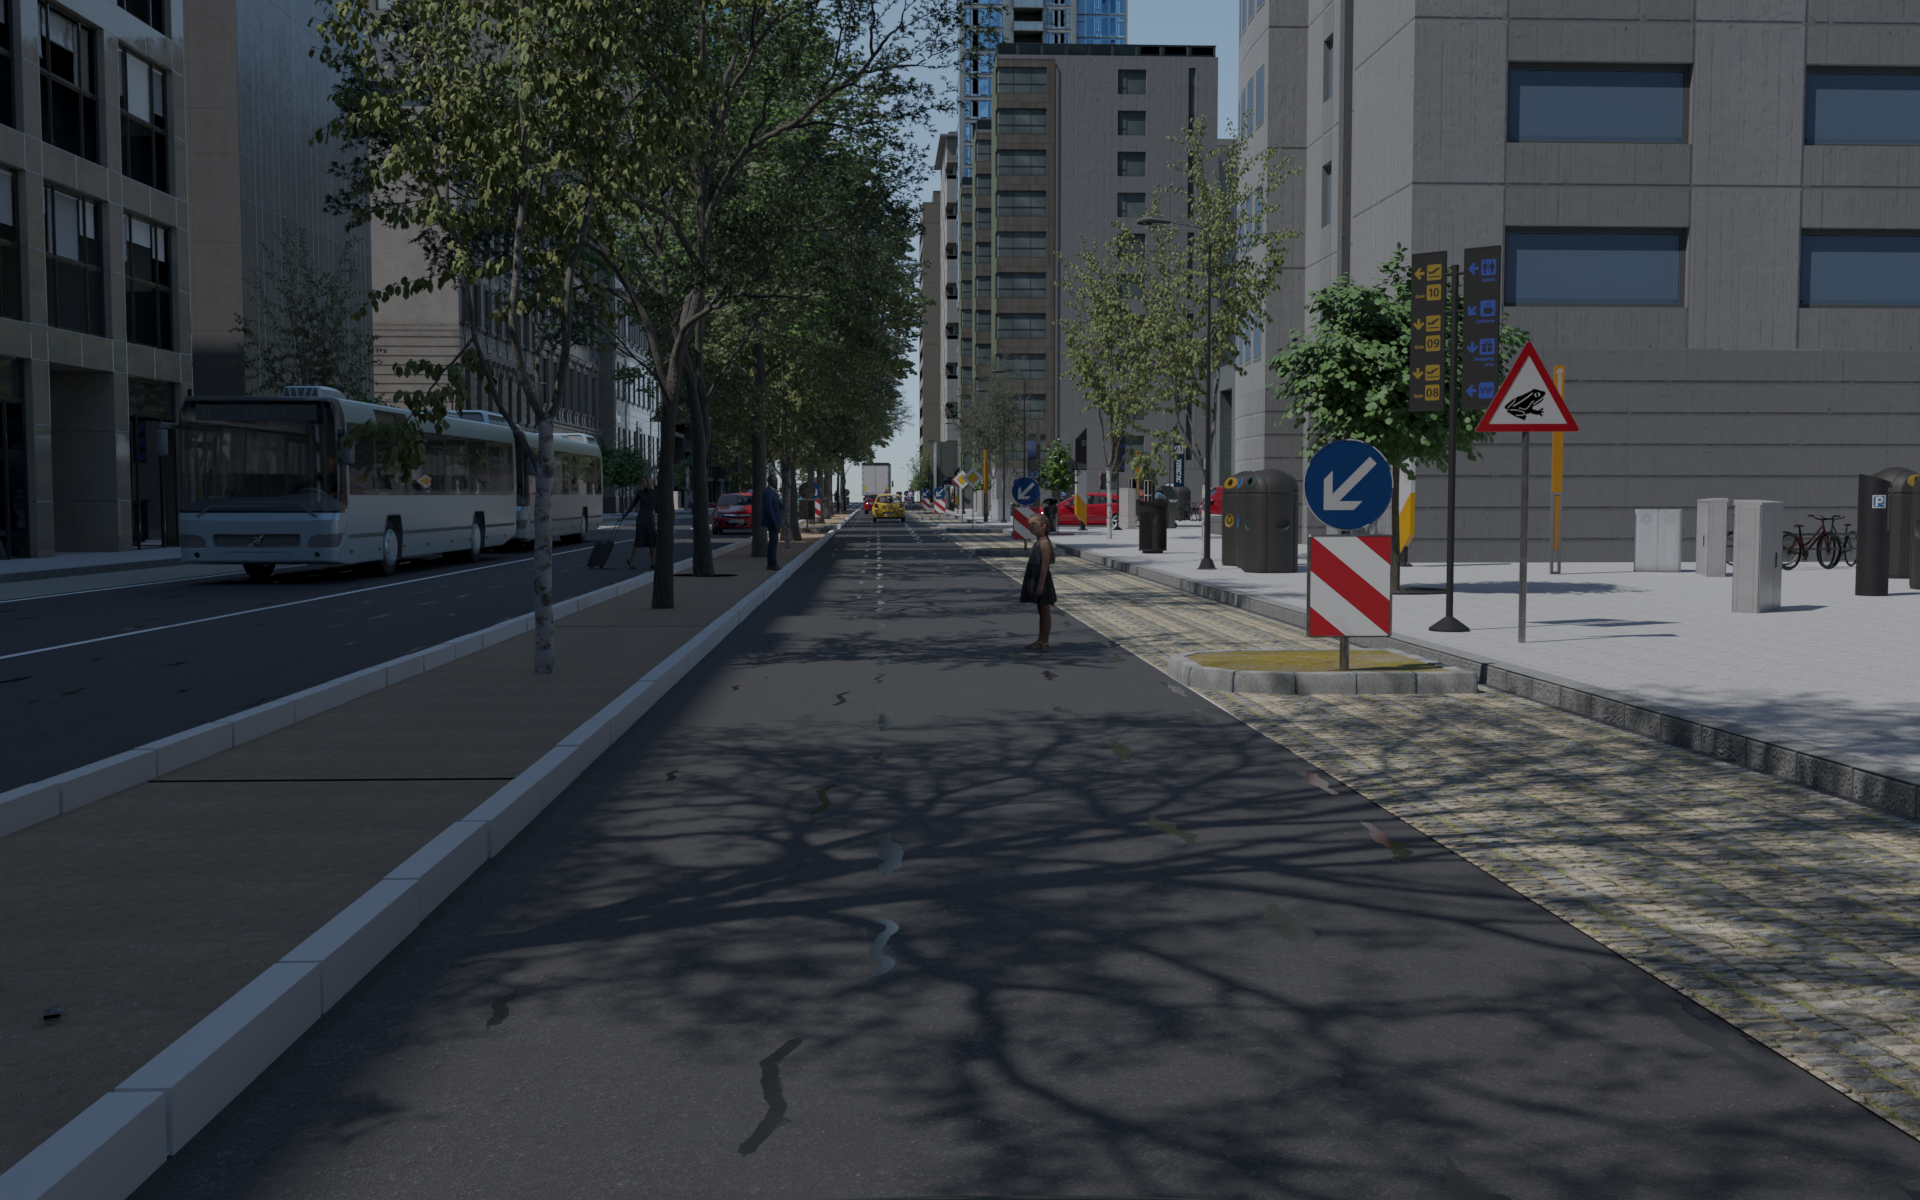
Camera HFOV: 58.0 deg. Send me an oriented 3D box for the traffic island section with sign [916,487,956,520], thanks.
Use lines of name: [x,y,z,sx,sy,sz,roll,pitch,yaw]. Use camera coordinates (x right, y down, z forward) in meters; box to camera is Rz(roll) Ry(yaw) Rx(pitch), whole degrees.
traffic island section with sign: [-1.253,-5.283,95.006,1.989,1.847,2.006,0,4,-3]

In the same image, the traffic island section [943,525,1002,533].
traffic island section: [0.506,-2.608,64.929,2.009,0.180,2.903,0,4,-3]

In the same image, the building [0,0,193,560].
building: [-27.575,-13.452,24.455,19.350,26.468,34.151,0,4,-3]

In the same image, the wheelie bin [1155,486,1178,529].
wheelie bin: [7.666,-3.466,64.585,0.693,1.594,0.980,3,5,44]

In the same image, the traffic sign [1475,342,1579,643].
traffic sign: [4.847,-0.909,14.870,0.884,2.594,0.081,0,4,-1]

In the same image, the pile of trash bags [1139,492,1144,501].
pile of trash bags: [8.823,-5.252,95.622,3.447,1.369,1.912,3,5,44]

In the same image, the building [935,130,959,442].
building: [11.085,-40.261,247.506,28.713,52.752,27.495,0,4,-3]

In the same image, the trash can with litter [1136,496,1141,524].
trash can with litter: [7.147,-3.879,74.487,2.233,1.210,1.678,1,4,19]

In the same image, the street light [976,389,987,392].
street light: [1.406,-6.372,76.723,1.470,5.913,1.316,0,4,-3]

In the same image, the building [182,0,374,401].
building: [-35.232,-14.387,54.287,30.058,24.678,14.314,0,4,-3]

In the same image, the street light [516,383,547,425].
street light: [-17.897,-6.096,72.214,1.470,5.913,1.316,0,4,-3]

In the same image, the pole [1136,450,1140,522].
pole: [8.284,-5.321,80.844,0.158,3.312,0.155,0,3,0]

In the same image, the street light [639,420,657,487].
street light: [-19.606,-8.347,109.014,1.470,5.913,1.316,0,4,-3]

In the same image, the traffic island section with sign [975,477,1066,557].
traffic island section with sign: [1.363,-1.933,40.236,1.989,1.847,2.006,0,4,-3]

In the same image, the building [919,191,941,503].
building: [4.529,-39.642,271.851,21.300,48.544,21.600,0,4,-3]

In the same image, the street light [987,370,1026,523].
street light: [1.873,-5.647,64.867,1.470,5.913,1.316,0,4,-3]

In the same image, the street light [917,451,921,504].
street light: [-3.972,-13.181,188.044,1.470,5.913,1.316,0,4,-3]

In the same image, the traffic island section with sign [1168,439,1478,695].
traffic island section with sign: [2.653,-0.282,13.234,1.989,1.847,2.006,0,4,-3]

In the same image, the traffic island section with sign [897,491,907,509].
traffic island section with sign: [-4.953,-9.990,171.970,1.989,1.847,2.006,0,4,-3]

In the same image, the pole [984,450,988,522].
pole: [1.194,-5.275,80.094,0.158,3.312,0.155,0,3,0]

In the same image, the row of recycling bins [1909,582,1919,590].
row of recycling bins: [14.515,-0.958,22.769,3.534,1.692,1.069,1,4,16]

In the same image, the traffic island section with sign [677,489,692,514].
traffic island section with sign: [-18.785,-6.917,121.723,1.989,1.847,2.006,0,4,-3]

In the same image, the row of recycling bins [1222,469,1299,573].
row of recycling bins: [5.153,-1.379,29.660,1.069,1.692,3.534,0,4,1]

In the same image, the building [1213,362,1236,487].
building: [28.730,-47.275,85.619,31.000,86.520,22.319,0,4,-3]

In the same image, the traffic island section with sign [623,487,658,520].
traffic island section with sign: [-17.490,-5.270,94.799,1.989,1.847,2.006,0,4,-3]

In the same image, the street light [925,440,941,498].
street light: [-2.265,-10.989,152.205,1.470,5.913,1.316,0,4,-3]

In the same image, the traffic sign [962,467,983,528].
traffic sign: [0.483,-3.744,64.851,0.795,2.450,0.064,0,4,-3]

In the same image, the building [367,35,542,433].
building: [-26.223,-14.231,81.830,9.793,20.994,18.267,0,4,-3]

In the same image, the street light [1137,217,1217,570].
street light: [3.664,-3.471,29.284,1.470,5.913,1.316,0,4,-3]

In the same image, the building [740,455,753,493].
building: [-39.562,-36.148,245.649,22.147,44.769,28.867,0,4,-3]

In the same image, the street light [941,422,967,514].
street light: [-0.297,-8.555,112.413,1.470,5.913,1.316,0,4,-3]

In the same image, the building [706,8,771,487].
building: [-41.136,-58.810,274.212,22.319,86.520,31.000,0,4,-3]

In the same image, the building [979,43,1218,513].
building: [8.956,-21.006,115.155,14.160,30.474,14.107,0,4,-3]

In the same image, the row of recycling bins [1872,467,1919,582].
row of recycling bins: [15.645,-1.175,26.320,3.534,1.692,1.069,1,4,11]

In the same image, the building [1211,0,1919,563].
building: [18.138,-30.764,44.992,21.231,58.520,28.212,0,4,-3]

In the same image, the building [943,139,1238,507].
building: [14.505,-29.829,179.588,32.217,40.220,23.993,0,4,-3]

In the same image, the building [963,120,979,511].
building: [7.873,-22.354,137.195,14.160,30.474,14.107,0,4,-3]

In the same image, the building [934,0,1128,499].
building: [8.511,-54.599,205.365,22.319,86.520,31.000,0,4,-3]

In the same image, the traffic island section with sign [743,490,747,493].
traffic island section with sign: [-21.152,-9.954,171.380,1.989,1.847,2.006,0,4,-3]

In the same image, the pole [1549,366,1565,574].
pole: [9.522,-2.066,27.617,0.158,3.312,0.155,0,3,0]

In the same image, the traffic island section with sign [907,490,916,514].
traffic island section with sign: [-2.551,-6.930,121.930,1.989,1.847,2.006,0,4,-3]

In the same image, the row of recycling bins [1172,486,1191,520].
row of recycling bins: [10.842,-4.809,85.733,1.069,1.692,3.534,0,4,4]

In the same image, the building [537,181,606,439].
building: [-27.911,-16.229,101.498,11.583,22.565,21.152,0,4,-3]

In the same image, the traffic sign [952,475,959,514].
traffic sign: [-0.143,-6.982,114.260,0.768,2.556,0.104,0,4,1]

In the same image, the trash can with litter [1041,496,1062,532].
trash can with litter: [2.989,-2.916,59.071,0.624,1.170,1.055,-1,4,-8]

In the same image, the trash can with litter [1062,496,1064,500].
trash can with litter: [4.879,-4.730,88.728,0.624,1.170,1.055,-3,4,-36]

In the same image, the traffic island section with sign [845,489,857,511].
traffic island section with sign: [-9.709,-8.513,147.320,2.006,1.907,1.989,0,4,-3]

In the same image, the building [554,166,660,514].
building: [-28.737,-20.010,124.425,12.463,27.353,25.104,0,4,-3]

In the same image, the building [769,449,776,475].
building: [-39.192,-39.635,298.146,14.600,45.320,14.200,0,4,-3]

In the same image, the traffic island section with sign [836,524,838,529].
traffic island section with sign: [-6.104,-3.922,72.268,2.006,1.907,1.989,0,4,-3]

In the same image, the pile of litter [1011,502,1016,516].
pile of litter: [3.269,-5.261,99.987,1.176,0.858,1.719,0,4,5]

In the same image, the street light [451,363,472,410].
street light: [-17.245,-5.397,60.778,1.470,5.913,1.316,0,4,-3]

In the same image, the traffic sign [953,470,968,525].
traffic sign: [0.101,-4.231,72.826,0.795,2.450,0.064,0,4,-3]

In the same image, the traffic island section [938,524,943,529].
traffic island section: [0.124,-3.096,72.905,2.009,0.180,2.903,0,4,-3]

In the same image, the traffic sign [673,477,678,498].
traffic sign: [-21.007,-7.749,126.804,0.768,2.556,0.104,0,4,3]

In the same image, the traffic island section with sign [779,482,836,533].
traffic island section with sign: [-5.760,-3.470,64.869,2.006,1.907,1.989,0,4,-3]

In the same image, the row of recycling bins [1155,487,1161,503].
row of recycling bins: [12.320,-5.919,103.892,1.069,1.692,3.534,0,4,-5]

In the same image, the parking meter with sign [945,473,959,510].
parking meter with sign: [-0.925,-8.915,142.017,1.738,3.016,0.543,0,4,-3]

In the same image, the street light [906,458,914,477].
street light: [-6.250,-16.060,235.123,1.470,5.913,1.316,0,4,-3]
